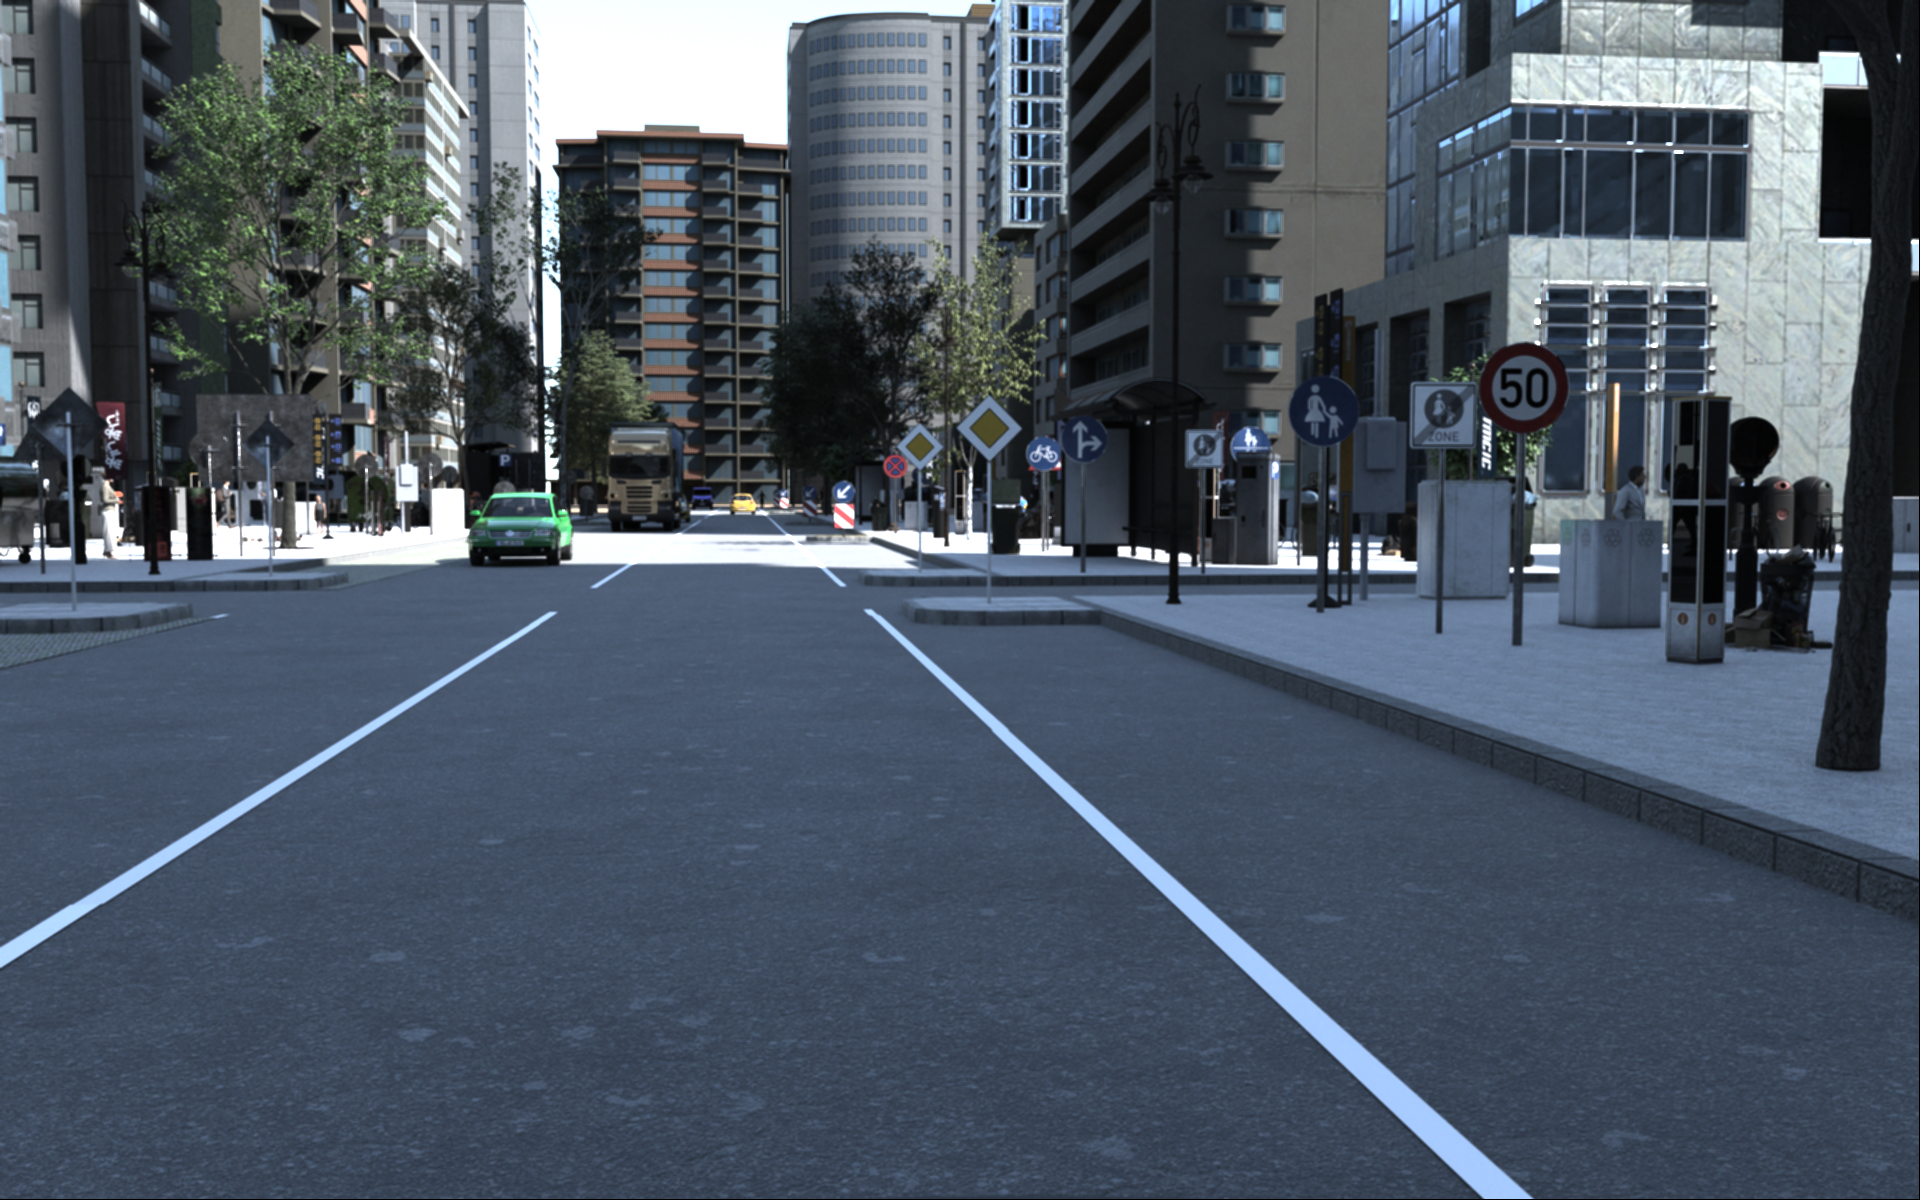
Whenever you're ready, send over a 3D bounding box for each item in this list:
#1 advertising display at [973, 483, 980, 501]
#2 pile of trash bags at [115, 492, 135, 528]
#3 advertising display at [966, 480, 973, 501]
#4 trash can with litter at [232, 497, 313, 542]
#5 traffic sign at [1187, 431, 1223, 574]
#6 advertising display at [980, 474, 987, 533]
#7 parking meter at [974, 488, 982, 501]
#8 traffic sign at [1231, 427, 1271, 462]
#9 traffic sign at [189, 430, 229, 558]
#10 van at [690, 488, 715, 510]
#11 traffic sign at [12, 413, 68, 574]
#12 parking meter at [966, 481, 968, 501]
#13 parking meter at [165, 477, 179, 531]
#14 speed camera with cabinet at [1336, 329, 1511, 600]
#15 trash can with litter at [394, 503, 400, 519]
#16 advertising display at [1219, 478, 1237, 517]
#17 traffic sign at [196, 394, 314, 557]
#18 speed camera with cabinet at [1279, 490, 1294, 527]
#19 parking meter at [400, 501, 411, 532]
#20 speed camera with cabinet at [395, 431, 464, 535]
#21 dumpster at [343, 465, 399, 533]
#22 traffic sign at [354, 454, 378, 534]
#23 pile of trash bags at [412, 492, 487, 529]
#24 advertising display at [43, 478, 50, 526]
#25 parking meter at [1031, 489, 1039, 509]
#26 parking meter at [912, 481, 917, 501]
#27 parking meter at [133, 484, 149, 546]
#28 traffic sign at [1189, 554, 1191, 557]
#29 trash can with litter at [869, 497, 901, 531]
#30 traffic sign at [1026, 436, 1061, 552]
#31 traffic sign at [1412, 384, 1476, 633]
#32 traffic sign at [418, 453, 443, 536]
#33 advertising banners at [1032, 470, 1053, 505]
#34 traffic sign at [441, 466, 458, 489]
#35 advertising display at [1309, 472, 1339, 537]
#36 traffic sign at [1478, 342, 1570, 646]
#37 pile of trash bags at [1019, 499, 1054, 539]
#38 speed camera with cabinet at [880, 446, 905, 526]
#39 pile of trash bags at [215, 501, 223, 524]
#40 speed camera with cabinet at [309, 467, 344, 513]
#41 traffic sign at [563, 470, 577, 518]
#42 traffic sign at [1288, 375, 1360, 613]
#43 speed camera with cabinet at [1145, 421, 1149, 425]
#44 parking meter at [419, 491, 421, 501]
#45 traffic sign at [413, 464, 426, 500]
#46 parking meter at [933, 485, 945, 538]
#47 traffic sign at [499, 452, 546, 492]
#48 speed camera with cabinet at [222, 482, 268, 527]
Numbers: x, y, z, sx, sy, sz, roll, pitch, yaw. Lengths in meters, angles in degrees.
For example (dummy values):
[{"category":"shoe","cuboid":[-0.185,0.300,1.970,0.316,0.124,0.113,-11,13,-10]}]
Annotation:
[{"category":"advertising display","cuboid":[1.016,-5.908,101.815,0.974,1.923,0.123,3,4,36]},{"category":"pile of trash bags","cuboid":[-32.421,-3.517,67.248,1.912,1.369,3.447,-3,4,-38]},{"category":"advertising display","cuboid":[0.369,-4.597,80.368,0.123,1.923,0.974,0,4,7]},{"category":"trash can with litter","cuboid":[-18.769,-2.190,46.860,1.678,1.210,2.233,3,4,38]},{"category":"traffic sign","cuboid":[3.901,-1.565,27.725,0.606,2.300,0.079,0,4,-4]},{"category":"advertising display","cuboid":[0.826,-3.159,56.857,0.123,1.923,0.974,0,4,-1]},{"category":"parking meter","cuboid":[0.795,-4.109,75.593,0.372,1.533,0.369,0,3,0]},{"category":"traffic sign","cuboid":[5.497,-2.001,32.825,0.768,2.556,0.104,0,4,0]},{"category":"traffic sign","cuboid":[-15.015,-2.113,34.656,0.768,2.556,0.104,0,4,-6]},{"category":"van","cuboid":[-23.685,-9.474,159.279,2.240,2.365,5.245,0,4,-8]},{"category":"traffic sign","cuboid":[-14.753,-1.700,27.797,0.884,2.594,0.081,0,4,-5]},{"category":"parking meter","cuboid":[0.281,-4.510,79.452,0.255,1.863,0.399,-1,4,-19]},{"category":"parking meter","cuboid":[-27.417,-3.340,60.315,0.399,1.863,0.255,1,4,13]},{"category":"speed camera with cabinet","cuboid":[5.666,-1.640,21.153,2.038,3.252,0.660,-1,4,-10]},{"category":"trash can with litter","cuboid":[-27.961,-4.561,85.636,2.233,1.210,1.678,2,4,33]},{"category":"advertising display","cuboid":[10.898,-4.034,71.175,0.974,1.923,0.123,2,4,28]},{"category":"traffic sign","cuboid":[-14.322,-2.529,35.224,2.265,3.308,0.079,0,4,-6]},{"category":"speed camera with cabinet","cuboid":[12.297,-4.499,67.900,2.038,3.252,0.660,-1,4,-9]},{"category":"parking meter","cuboid":[-18.584,-3.199,58.009,0.255,1.863,0.399,-3,4,-38]},{"category":"speed camera with cabinet","cuboid":[-16.771,-3.695,54.747,2.038,3.252,0.660,-1,4,-19]},{"category":"dumpster","cuboid":[-19.841,-3.416,58.346,1.502,2.255,1.985,0,4,-7]},{"category":"traffic sign","cuboid":[-19.079,-3.399,55.676,0.768,2.556,0.104,0,4,1]},{"category":"pile of trash bags","cuboid":[-20.465,-3.642,69.301,3.447,1.369,1.912,2,4,30]},{"category":"advertising display","cuboid":[-37.270,-3.998,70.589,0.123,1.923,0.974,-1,4,-16]},{"category":"parking meter","cuboid":[3.600,-4.588,83.431,0.372,1.533,0.369,0,3,0]},{"category":"parking meter","cuboid":[-1.987,-4.376,77.262,0.255,1.863,0.399,-1,4,-18]},{"category":"parking meter","cuboid":[-20.174,-2.100,42.751,0.372,1.533,0.369,0,3,0]},{"category":"traffic sign","cuboid":[4.740,-2.163,35.473,0.768,2.556,0.104,0,4,-3]},{"category":"trash can with litter","cuboid":[-2.573,-2.949,59.600,1.055,1.170,0.624,-1,4,-19]},{"category":"traffic sign","cuboid":[1.839,-2.327,38.146,0.768,2.556,0.104,0,3,0]},{"category":"traffic sign","cuboid":[4.413,-0.841,15.887,0.606,2.300,0.079,0,4,-2]},{"category":"traffic sign","cuboid":[-16.267,-3.247,53.201,0.768,2.556,0.104,0,4,-2]},{"category":"advertising banners","cuboid":[4.753,-5.870,92.165,2.074,3.025,0.090,0,4,-3]},{"category":"traffic sign","cuboid":[-22.944,-4.754,77.827,0.768,2.556,0.104,0,4,0]},{"category":"advertising display","cuboid":[10.891,-2.847,51.761,0.974,1.923,0.123,3,4,38]},{"category":"traffic sign","cuboid":[4.728,-0.888,14.620,0.768,2.556,0.104,0,4,-1]},{"category":"pile of trash bags","cuboid":[1.753,-2.508,50.754,1.912,1.369,3.447,-1,4,-19]},{"category":"speed camera with cabinet","cuboid":[-2.737,-4.638,70.163,0.660,3.252,2.038,1,4,11]},{"category":"pile of trash bags","cuboid":[-31.866,-3.882,73.222,1.912,1.369,3.447,0,4,1]},{"category":"speed camera with cabinet","cuboid":[-30.079,-5.364,82.038,2.038,3.252,0.660,2,4,32]},{"category":"traffic sign","cuboid":[-20.784,-5.637,92.266,0.768,2.556,0.104,0,4,-1]},{"category":"traffic sign","cuboid":[3.909,-1.138,18.711,0.768,2.556,0.104,0,4,1]},{"category":"speed camera with cabinet","cuboid":[3.807,-2.910,41.916,2.038,3.252,0.660,2,4,24]},{"category":"parking meter","cuboid":[-29.969,-5.381,96.390,0.372,1.533,0.369,0,3,0]},{"category":"traffic sign","cuboid":[-22.778,-4.446,72.802,0.768,2.556,0.104,0,4,-1]},{"category":"parking meter","cuboid":[-0.596,-2.568,50.390,0.372,1.533,0.369,0,3,0]},{"category":"traffic sign","cuboid":[-21.306,-5.539,84.441,2.265,3.308,0.079,0,4,0]},{"category":"speed camera with cabinet","cuboid":[-28.264,-4.533,68.446,2.038,3.252,0.660,2,4,27]}]
